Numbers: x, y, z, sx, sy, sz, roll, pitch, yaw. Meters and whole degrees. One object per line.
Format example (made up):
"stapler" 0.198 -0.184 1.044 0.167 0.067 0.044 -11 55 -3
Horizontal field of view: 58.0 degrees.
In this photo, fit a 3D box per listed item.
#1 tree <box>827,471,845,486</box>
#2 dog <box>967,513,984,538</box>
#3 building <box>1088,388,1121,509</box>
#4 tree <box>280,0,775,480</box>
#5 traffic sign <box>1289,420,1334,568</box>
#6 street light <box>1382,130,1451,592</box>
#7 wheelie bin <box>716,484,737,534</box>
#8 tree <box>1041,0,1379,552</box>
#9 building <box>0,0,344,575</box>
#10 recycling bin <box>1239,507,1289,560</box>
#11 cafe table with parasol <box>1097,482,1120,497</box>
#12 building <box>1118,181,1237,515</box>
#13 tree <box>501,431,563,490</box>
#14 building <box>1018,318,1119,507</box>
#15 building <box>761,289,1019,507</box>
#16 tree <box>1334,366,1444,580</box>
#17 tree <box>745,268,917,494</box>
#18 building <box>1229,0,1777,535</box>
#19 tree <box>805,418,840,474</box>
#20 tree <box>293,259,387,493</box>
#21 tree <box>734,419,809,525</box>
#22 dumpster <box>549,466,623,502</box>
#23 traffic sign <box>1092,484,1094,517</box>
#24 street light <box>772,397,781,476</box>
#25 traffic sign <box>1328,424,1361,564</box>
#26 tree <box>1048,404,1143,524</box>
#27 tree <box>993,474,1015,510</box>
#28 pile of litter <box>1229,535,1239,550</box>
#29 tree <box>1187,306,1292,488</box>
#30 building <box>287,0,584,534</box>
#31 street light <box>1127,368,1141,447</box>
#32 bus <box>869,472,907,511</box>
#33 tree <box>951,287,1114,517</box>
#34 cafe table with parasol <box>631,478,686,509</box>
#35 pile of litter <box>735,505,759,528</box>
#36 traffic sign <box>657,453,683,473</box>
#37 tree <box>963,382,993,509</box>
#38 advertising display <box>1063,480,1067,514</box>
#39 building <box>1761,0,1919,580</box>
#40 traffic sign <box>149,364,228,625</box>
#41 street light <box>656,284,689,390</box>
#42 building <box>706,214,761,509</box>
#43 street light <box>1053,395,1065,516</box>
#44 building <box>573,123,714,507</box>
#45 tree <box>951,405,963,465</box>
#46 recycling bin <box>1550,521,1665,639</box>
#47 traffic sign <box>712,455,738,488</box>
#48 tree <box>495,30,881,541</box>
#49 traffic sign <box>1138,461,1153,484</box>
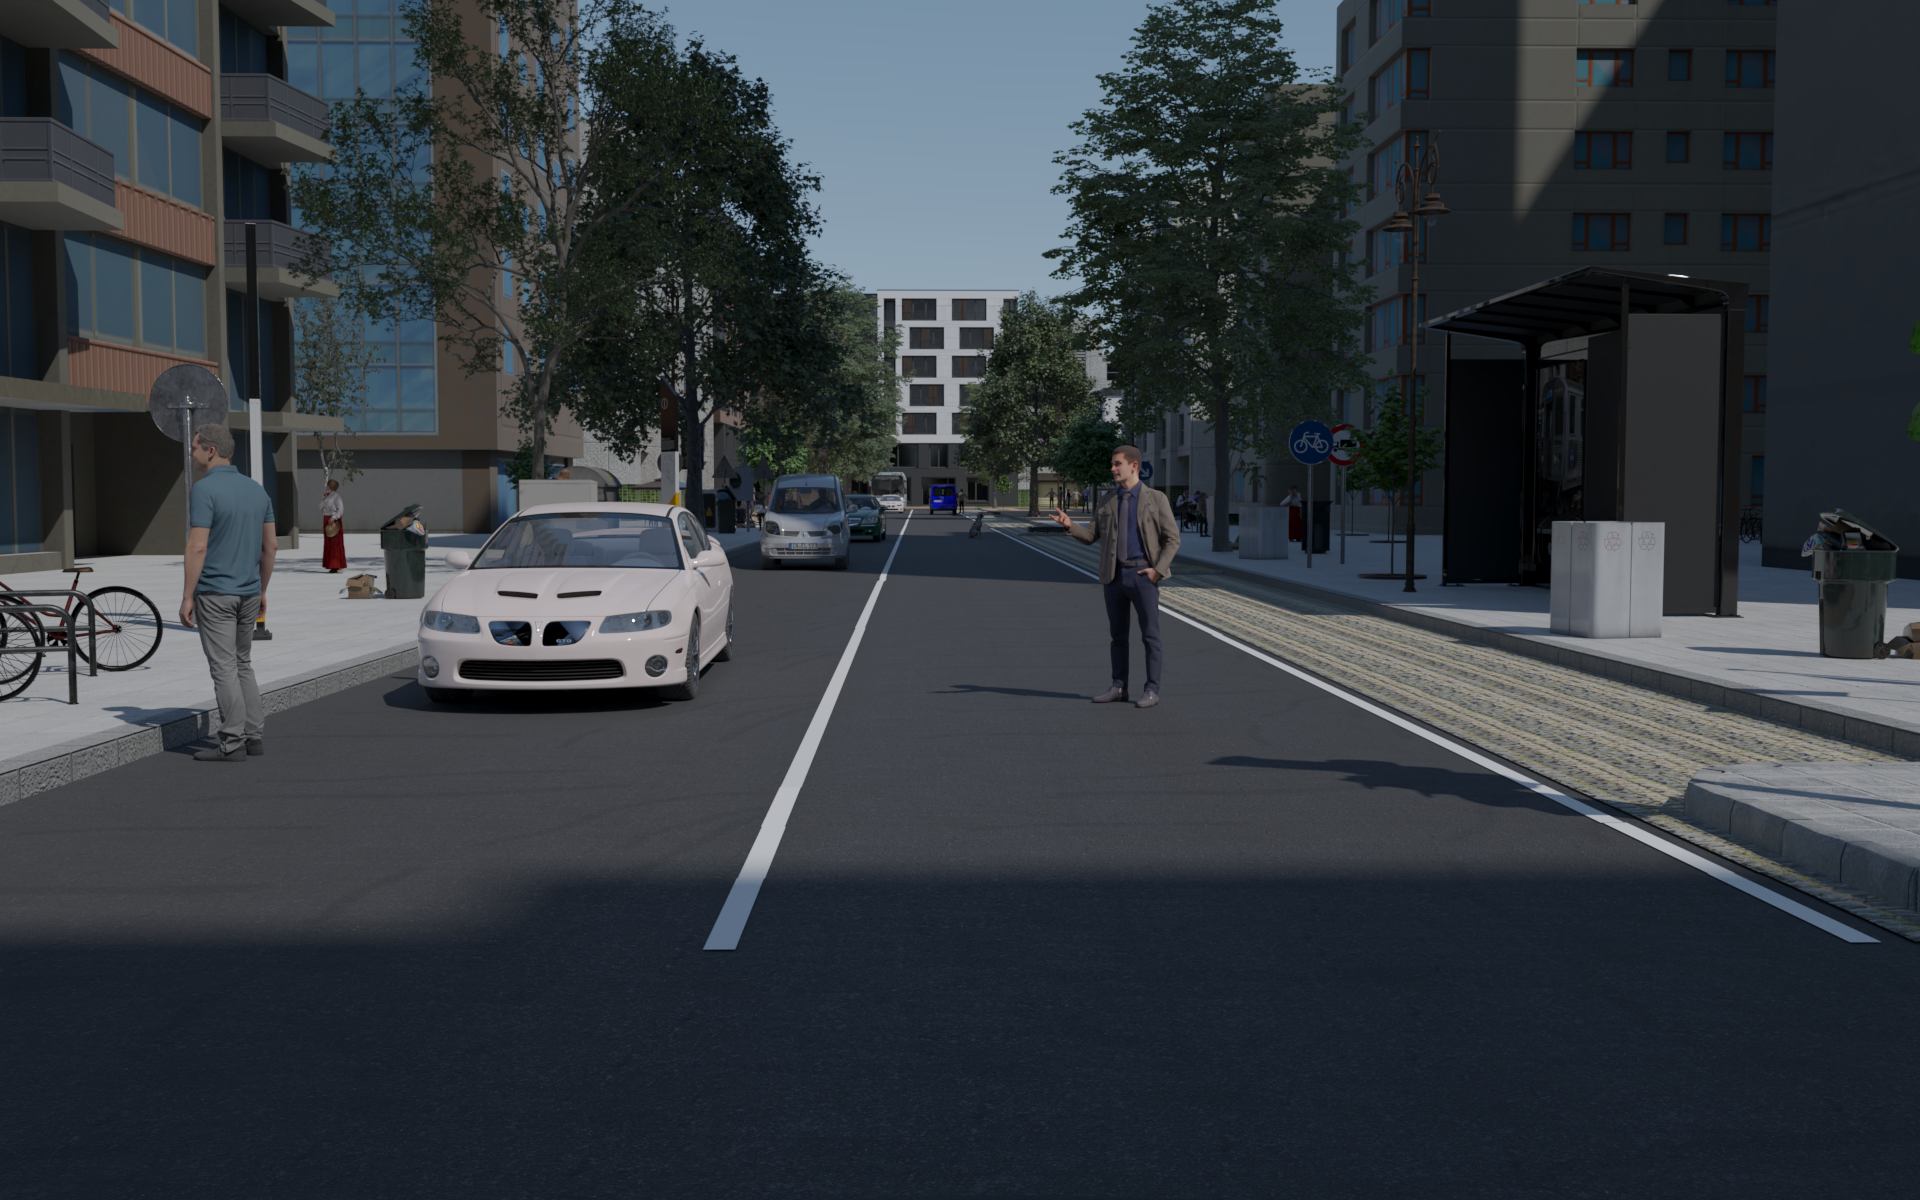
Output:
"tree" -8.900 -7.715 120.749 1.663 3.219 1.824 0 3 0
"dog" 0.396 -2.424 56.474 0.800 0.831 0.513 0 4 -1
"building" 15.836 -11.909 136.864 9.099 9.664 28.070 0 4 -1
"tree" -7.010 -5.719 27.915 8.767 10.594 7.601 0 4 2
"traffic sign" 6.049 -1.823 29.912 0.768 2.556 0.104 0 4 2
"street light" 5.895 -3.042 22.526 0.468 5.910 1.993 0 4 -1
"wheelie bin" -7.603 -2.958 56.278 0.693 1.594 0.980 -1 4 -11
"tree" 5.398 -7.344 38.207 7.486 12.596 7.792 0 3 0
"building" -24.854 -22.992 30.548 22.147 44.769 28.867 0 4 -1
"recycling bin" 5.996 -1.323 34.193 0.722 1.027 0.722 -2 4 -27
"cafe table with parasol" 7.282 -4.581 79.770 2.610 1.966 2.610 -1 4 -10
"building" 20.141 -14.699 106.793 16.747 18.905 31.486 0 4 -1
"tree" -13.047 -3.512 52.030 1.663 3.219 1.824 0 3 0
"building" 21.426 -19.362 183.032 31.486 18.905 16.747 0 4 -1
"building" -10.741 -20.973 186.884 32.646 21.610 27.936 0 4 -1
"tree" 6.562 -1.948 26.455 1.663 3.219 1.824 0 3 0
"tree" -7.616 -11.647 97.081 9.857 13.997 8.962 0 3 0
"building" 27.046 -13.647 68.160 27.650 21.520 28.899 0 4 -1
"tree" -9.127 -10.090 115.335 4.737 8.622 4.395 0 3 0
"tree" -18.451 -6.090 49.932 4.360 8.622 3.978 0 3 0
"tree" -7.687 -5.353 71.233 4.285 4.588 4.351 0 3 0
"dumpster" -7.874 -1.877 36.450 1.264 1.857 1.865 0 4 -1
"traffic sign" 5.579 -4.430 72.541 0.768 2.556 0.104 0 4 8
"street light" -6.808 -5.672 65.526 0.468 5.910 1.993 0 4 -1
"traffic sign" 7.000 -1.927 31.616 0.768 2.556 0.104 0 4 4
"tree" 5.017 -4.891 63.674 4.285 4.588 4.351 0 3 0
"tree" 3.574 -8.754 137.725 1.663 3.219 1.824 0 3 0
"pile of litter" 6.691 -1.590 39.960 1.176 0.858 1.719 -2 4 -27
"tree" 10.167 -7.034 65.362 4.737 8.622 4.395 0 3 0
"building" -21.794 -25.123 60.870 14.600 45.320 14.200 0 4 -1
"street light" 5.163 -4.823 51.651 0.468 5.910 1.993 0 4 -1
"bus" -5.774 -8.993 141.895 2.948 3.499 13.247 0 4 -1
"tree" 4.242 -10.955 96.120 9.611 12.733 9.660 0 3 0
"cafe table with parasol" -11.277 -3.763 66.393 2.610 1.966 2.610 -1 4 -11
"pile of litter" -8.248 -3.177 65.904 1.719 0.858 1.176 0 4 -7
"traffic sign" -8.274 -3.017 49.427 0.768 2.556 0.104 0 4 7
"tree" 5.198 -12.127 116.401 7.486 12.596 7.792 0 3 0
"advertising display" 4.810 -4.538 79.416 0.123 1.923 0.974 0 4 8
"building" 24.748 -24.544 25.003 21.600 48.544 21.300 0 4 -1
"traffic sign" -7.548 -1.031 16.959 0.768 2.556 0.104 0 3 0
"street light" -6.016 -3.891 36.402 0.468 5.910 1.993 0 4 -1
"building" -33.540 -17.849 135.798 32.646 21.610 27.936 0 4 -1
"street light" 4.597 -6.605 80.780 0.468 5.910 1.993 0 4 -1
"building" -24.162 -14.120 97.315 16.747 18.905 31.486 0 4 -1
"tree" 3.136 -14.347 152.706 7.486 12.596 7.792 0 3 0
"recycling bin" 5.860 -0.193 15.706 0.722 1.027 0.722 -1 4 -13
"traffic sign" -7.839 -3.529 57.699 0.884 2.594 0.081 0 4 4
"tree" -6.781 -7.720 43.226 9.611 12.733 9.660 0 3 0
"traffic sign" 7.134 -4.117 67.425 0.768 2.556 0.104 0 4 5
